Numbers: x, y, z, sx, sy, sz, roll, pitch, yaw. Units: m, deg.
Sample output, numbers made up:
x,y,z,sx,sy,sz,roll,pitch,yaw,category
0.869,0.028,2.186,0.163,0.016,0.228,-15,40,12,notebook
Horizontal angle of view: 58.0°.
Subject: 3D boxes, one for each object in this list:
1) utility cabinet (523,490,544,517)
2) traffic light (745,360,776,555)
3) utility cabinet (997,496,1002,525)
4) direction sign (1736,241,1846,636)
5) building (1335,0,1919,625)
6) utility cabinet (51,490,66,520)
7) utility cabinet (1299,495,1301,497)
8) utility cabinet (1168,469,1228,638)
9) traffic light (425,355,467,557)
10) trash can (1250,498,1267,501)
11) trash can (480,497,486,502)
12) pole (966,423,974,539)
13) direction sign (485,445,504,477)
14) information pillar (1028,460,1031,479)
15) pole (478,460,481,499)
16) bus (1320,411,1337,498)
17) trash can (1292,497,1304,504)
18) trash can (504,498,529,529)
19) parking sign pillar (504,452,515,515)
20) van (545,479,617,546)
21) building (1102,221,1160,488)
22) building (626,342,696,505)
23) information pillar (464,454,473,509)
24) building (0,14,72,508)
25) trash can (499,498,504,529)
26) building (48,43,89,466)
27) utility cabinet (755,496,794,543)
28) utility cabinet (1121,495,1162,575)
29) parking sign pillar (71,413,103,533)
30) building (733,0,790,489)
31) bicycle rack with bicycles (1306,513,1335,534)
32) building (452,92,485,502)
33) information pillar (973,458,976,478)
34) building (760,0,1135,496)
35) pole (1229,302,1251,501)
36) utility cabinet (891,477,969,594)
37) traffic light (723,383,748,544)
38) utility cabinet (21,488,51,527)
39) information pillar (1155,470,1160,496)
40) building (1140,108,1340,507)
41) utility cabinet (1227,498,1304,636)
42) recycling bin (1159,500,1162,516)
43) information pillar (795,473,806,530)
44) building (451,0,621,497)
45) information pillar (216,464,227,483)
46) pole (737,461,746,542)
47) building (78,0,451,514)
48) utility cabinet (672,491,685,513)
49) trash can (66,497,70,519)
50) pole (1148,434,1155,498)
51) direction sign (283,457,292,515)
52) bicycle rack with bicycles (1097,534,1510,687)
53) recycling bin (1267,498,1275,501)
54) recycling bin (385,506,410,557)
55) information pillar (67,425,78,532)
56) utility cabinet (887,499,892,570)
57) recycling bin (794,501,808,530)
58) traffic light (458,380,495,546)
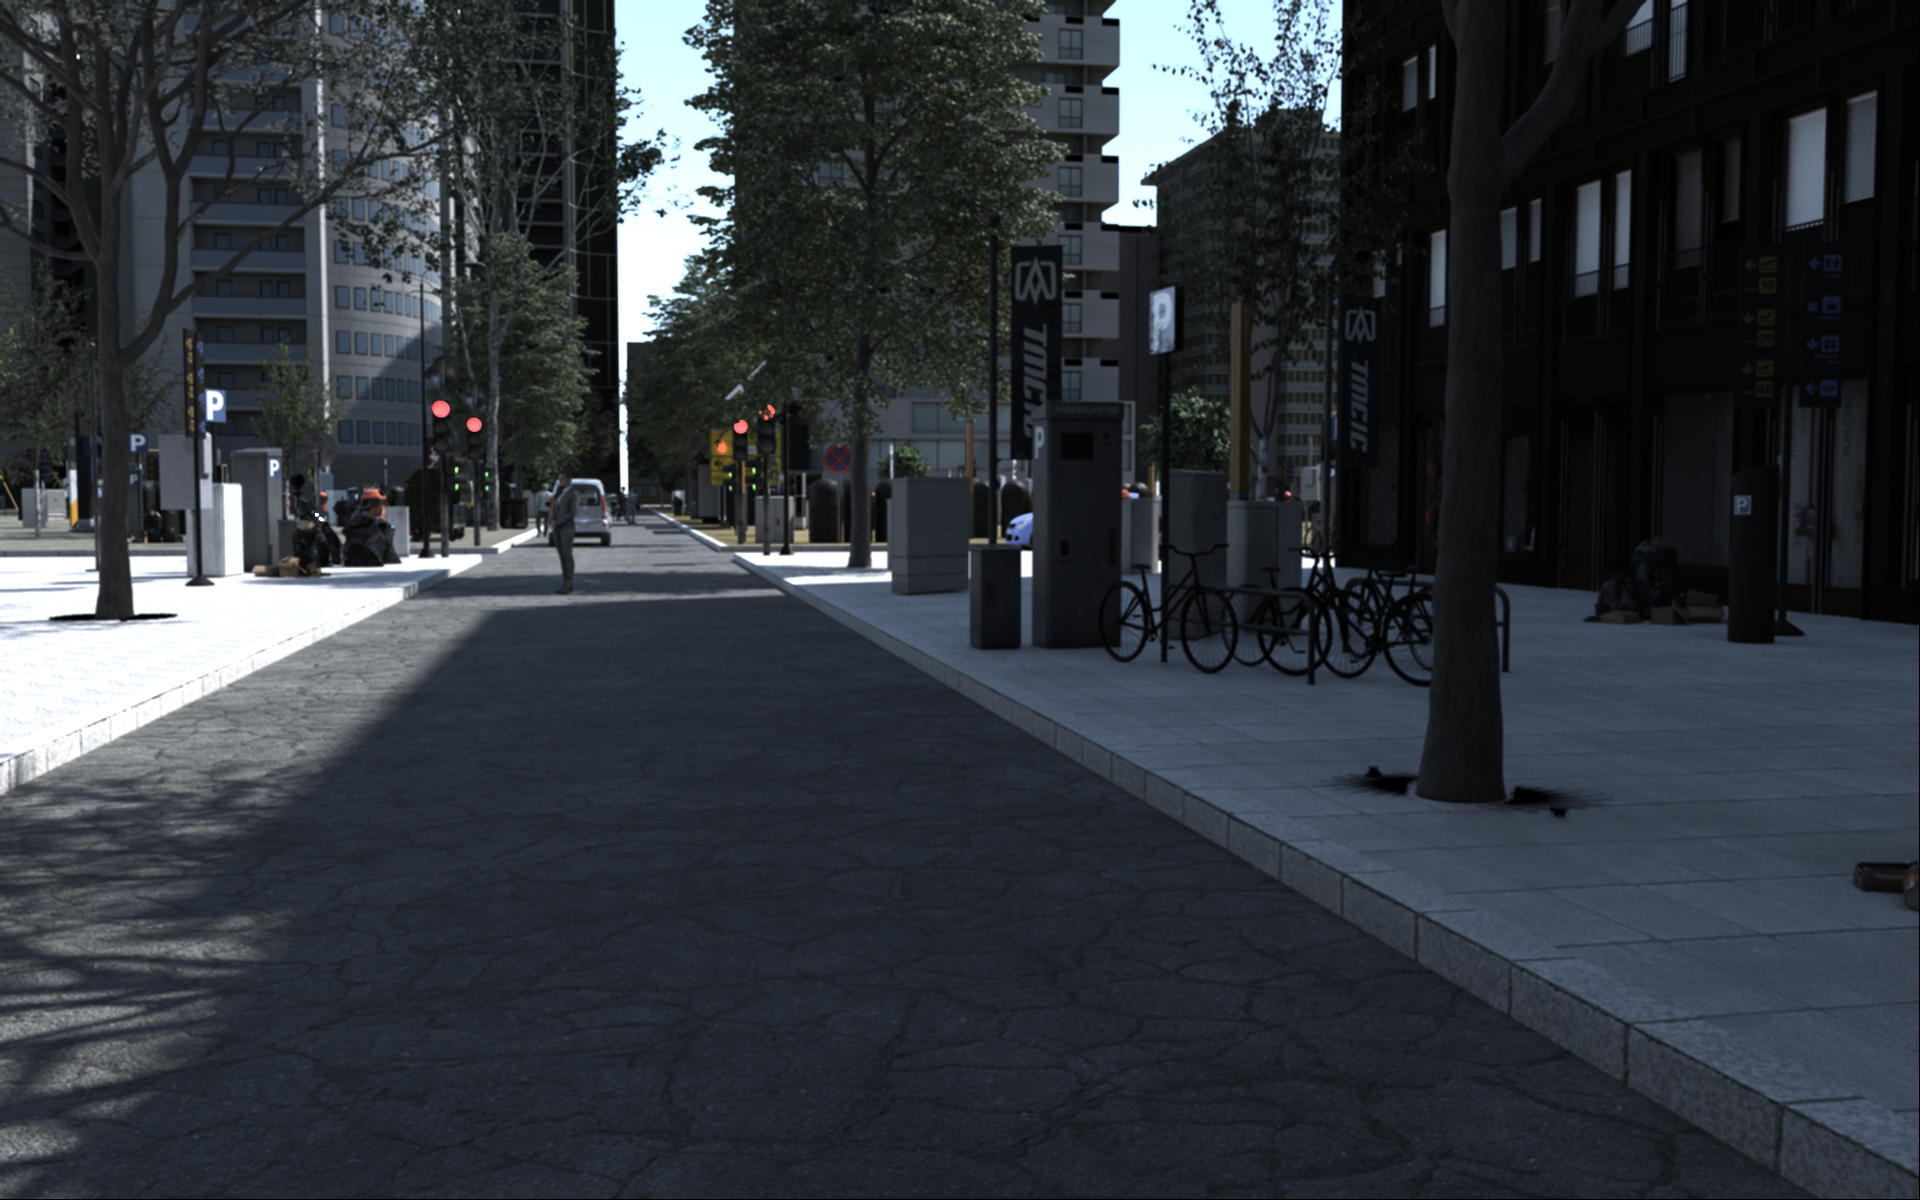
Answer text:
x,y,z,sx,sy,sz,roll,pitch,yaw,category
-23.230,-5.248,94.477,1.173,1.500,0.318,-1,4,-10,utility cabinet
-4.074,-2.893,36.221,0.839,4.253,0.868,-1,4,-11,traffic light
1.910,-3.748,72.440,0.306,1.237,1.020,-2,4,-31,utility cabinet
7.492,-1.449,15.685,0.876,3.537,0.379,1,4,12,direction sign
14.133,-11.833,23.154,12.332,23.373,15.834,-1,4,-11,building
-44.621,-4.680,85.198,0.318,1.500,1.173,2,4,30,utility cabinet
20.465,-5.668,103.833,0.306,1.237,1.020,1,4,12,utility cabinet
2.147,-0.428,15.683,0.318,1.500,1.173,1,4,23,utility cabinet
-10.413,-2.816,34.971,0.839,4.253,0.868,-1,4,-11,traffic light
9.847,-2.817,57.715,0.748,1.137,0.748,0,3,0,trash can
-21.652,-4.101,78.712,0.748,1.137,0.748,0,3,0,trash can
0.280,-3.402,49.458,0.158,3.312,0.155,0,3,0,pole
-21.614,-5.414,80.520,0.876,3.537,0.379,0,4,6,direction sign
4.459,-7.344,111.435,0.183,3.616,0.504,-1,4,-15,information pillar
-26.388,-6.183,94.929,0.158,3.312,0.155,0,3,0,pole
15.481,-3.232,44.385,12.252,3.916,2.896,-1,4,-9,bus
19.036,-5.252,97.529,0.748,1.137,0.748,0,3,0,trash can
-16.117,-3.162,63.345,0.748,1.137,0.748,0,3,0,trash can
-28.089,-7.232,106.718,1.447,3.967,1.447,-1,4,-18,parking sign pillar
-10.708,-2.561,48.891,2.013,2.044,4.112,-1,4,-10,van
12.740,-25.396,186.925,14.107,30.474,14.160,-1,4,-11,building
-28.185,-23.132,223.251,28.899,21.520,27.650,-1,4,-11,building
-26.189,-6.177,92.341,0.504,3.616,0.183,1,4,19,information pillar
-94.570,-44.214,161.159,20.611,71.187,20.563,-1,4,-11,building
-16.820,-3.226,64.403,0.748,1.137,0.748,0,3,0,trash can
-77.991,-31.666,167.857,14.200,45.320,14.600,-1,4,-11,building
-4.876,-2.098,45.459,1.020,1.237,0.306,2,4,24,utility cabinet
2.870,-1.030,27.999,0.306,1.237,1.020,2,4,31,utility cabinet
-29.085,-4.259,58.112,1.447,3.967,1.447,0,4,3,parking sign pillar
-12.008,-38.612,173.299,21.231,58.520,28.212,-1,4,-11,building
8.425,-1.265,34.068,2.852,0.926,2.925,-1,4,-14,bicycle rack with bicycles
-57.431,-28.776,162.364,23.993,40.220,32.217,-1,4,-11,building
0.835,-7.333,111.250,0.183,3.616,0.504,3,5,44,information pillar
-2.366,-34.116,147.027,28.713,52.752,27.495,-1,4,-11,building
3.000,-1.513,18.574,0.158,3.312,0.155,0,3,0,pole
-0.386,-0.842,22.451,0.318,1.500,1.173,3,5,42,utility cabinet
-5.606,-3.372,44.058,0.839,4.253,0.868,-1,4,-11,traffic light
-35.476,-3.532,66.432,1.173,1.500,0.318,2,4,30,utility cabinet
12.961,-7.488,113.788,0.183,3.616,0.504,2,4,34,information pillar
33.439,-29.905,180.831,23.993,40.220,32.217,-1,4,-11,building
2.791,-0.303,16.120,0.306,1.237,1.020,-1,4,-23,utility cabinet
8.097,-3.697,73.000,0.722,1.027,0.722,0,4,-6,recycling bin
-5.660,-3.481,61.412,0.304,2.012,0.304,1,4,14,information pillar
-52.743,-47.428,213.700,20.611,71.187,20.563,-1,4,-11,building
-18.340,-2.349,42.893,0.304,2.012,0.304,0,4,-5,information pillar
-5.843,-3.207,46.277,0.158,3.312,0.155,0,3,0,pole
-48.952,-35.693,125.578,21.231,58.520,28.212,-1,4,-11,building
-18.852,-6.554,115.830,0.318,1.500,1.173,1,4,23,utility cabinet
-46.635,-4.802,90.169,0.748,1.137,0.748,0,3,0,trash can
5.965,-3.681,54.033,0.158,3.312,0.155,0,3,0,pole
-40.968,-6.946,105.557,0.379,3.537,0.876,1,4,8,direction sign
2.701,0.046,12.631,2.852,0.926,2.925,-2,4,-26,bicycle rack with bicycles
22.359,-6.832,124.252,0.722,1.027,0.722,0,4,4,recycling bin
-11.705,-1.392,35.309,0.722,1.027,0.722,-3,5,-40,recycling bin
-30.243,-4.147,59.150,0.183,3.616,0.504,1,4,18,information pillar
-0.778,-1.132,29.667,1.020,1.237,0.306,-3,5,-41,utility cabinet
-6.085,-3.058,62.557,0.722,1.027,0.722,1,4,21,recycling bin
-11.945,-3.296,42.808,0.839,4.253,0.868,-1,4,-11,traffic light
